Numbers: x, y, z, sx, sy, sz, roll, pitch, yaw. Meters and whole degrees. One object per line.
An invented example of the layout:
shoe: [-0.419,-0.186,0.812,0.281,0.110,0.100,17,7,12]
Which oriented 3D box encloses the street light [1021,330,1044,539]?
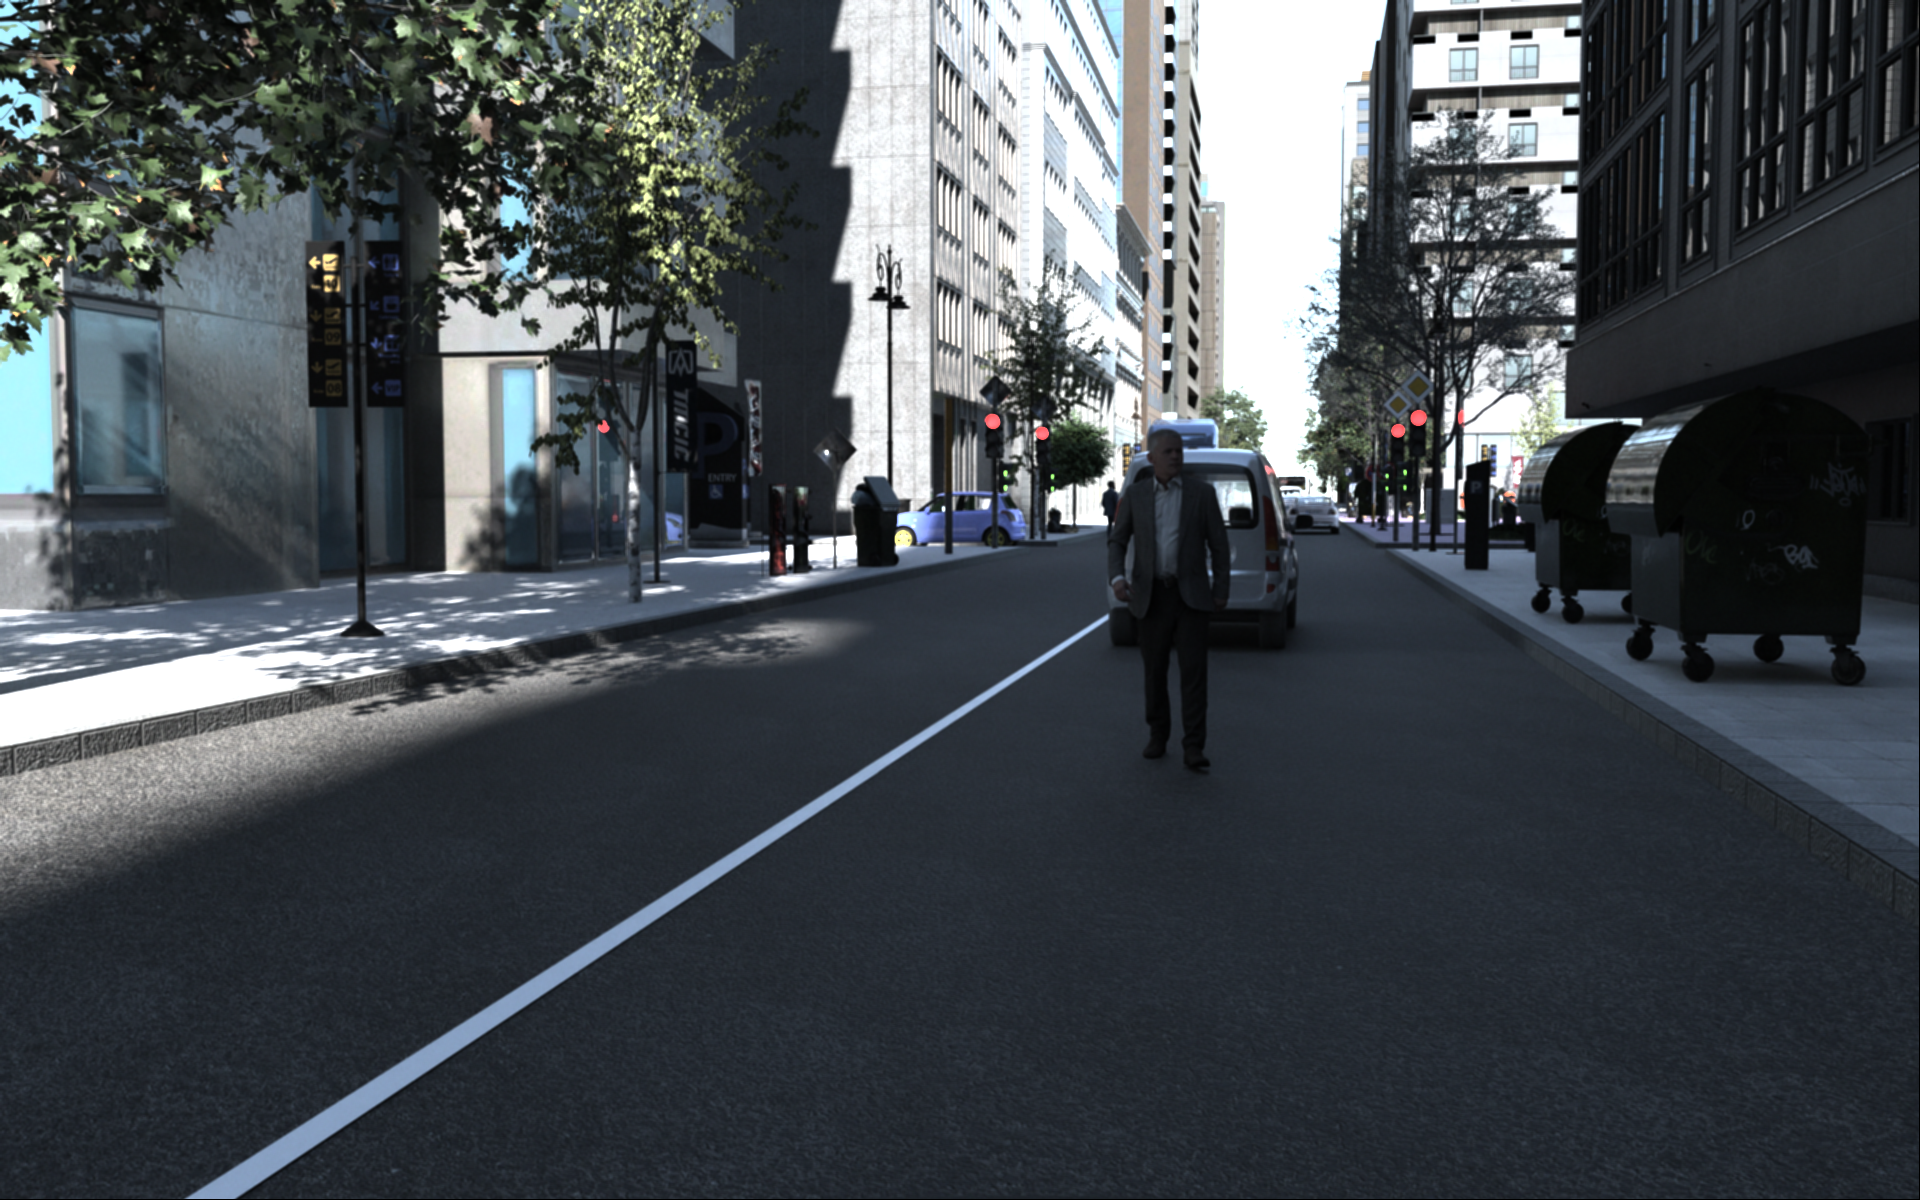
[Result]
street light: [2.045,-4.662,49.004,0.468,5.910,1.993,1,4,11]

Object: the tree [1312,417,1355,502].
tree: [33.562,-12.546,155.495,4.360,8.622,3.978,0,3,0]

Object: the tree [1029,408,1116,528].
tree: [4.306,-5.054,66.341,4.285,4.588,4.351,0,3,0]

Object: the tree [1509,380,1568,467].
tree: [37.166,-9.806,110.694,4.737,8.622,4.395,0,3,0]

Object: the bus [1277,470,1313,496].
bus: [28.061,-9.210,145.443,2.948,3.499,13.247,1,4,13]

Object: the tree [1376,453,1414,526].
tree: [17.517,-4.594,69.706,1.663,3.219,1.824,0,3,0]

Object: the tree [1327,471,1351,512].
tree: [27.882,-7.991,125.250,1.663,3.219,1.824,0,3,0]

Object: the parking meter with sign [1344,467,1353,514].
parking meter with sign: [25.760,-7.212,114.184,0.543,3.016,1.738,2,4,24]

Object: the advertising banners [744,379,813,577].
advertising banners: [-2.858,-1.900,27.255,0.090,3.025,2.074,2,4,24]

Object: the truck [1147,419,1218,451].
truck: [8.992,-4.782,67.940,2.967,4.110,18.799,1,4,9]

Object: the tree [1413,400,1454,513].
tree: [30.369,-10.041,114.534,4.360,8.622,3.978,0,3,0]

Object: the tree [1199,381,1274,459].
tree: [30.356,-17.630,194.897,9.857,13.997,8.962,0,3,0]

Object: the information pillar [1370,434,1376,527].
information pillar: [16.129,-4.656,67.472,0.183,3.616,0.504,1,4,18]

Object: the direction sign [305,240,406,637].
direction sign: [-5.415,-1.443,15.583,0.876,3.537,0.379,0,4,3]

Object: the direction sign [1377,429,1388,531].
direction sign: [14.880,-4.216,60.926,0.379,3.537,0.876,2,4,30]

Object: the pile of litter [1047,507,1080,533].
pile of litter: [3.381,-2.646,57.226,1.176,0.858,1.719,1,4,18]

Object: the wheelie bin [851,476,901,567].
wheelie bin: [-1.524,-1.397,30.752,0.693,1.594,0.980,2,4,33]

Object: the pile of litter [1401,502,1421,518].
pile of litter: [24.115,-4.763,91.847,1.719,0.858,1.176,-2,4,-24]

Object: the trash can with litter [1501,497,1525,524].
trash can with litter: [19.818,-3.075,61.664,1.055,1.170,0.624,2,4,34]

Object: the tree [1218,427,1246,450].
tree: [28.478,-14.375,185.399,4.737,8.622,4.395,0,3,0]

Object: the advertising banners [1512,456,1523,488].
advertising banners: [26.235,-5.071,79.096,2.074,3.025,0.090,1,4,11]

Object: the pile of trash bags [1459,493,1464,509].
pile of trash bags: [30.223,-5.447,98.816,3.447,1.369,1.912,0,4,0]

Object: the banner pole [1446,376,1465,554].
banner pole: [10.580,-2.857,36.725,0.401,3.779,0.863,0,4,5]

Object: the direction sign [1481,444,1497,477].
direction sign: [24.155,-5.333,79.185,0.876,3.537,0.379,-2,4,-24]

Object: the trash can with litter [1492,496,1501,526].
trash can with litter: [18.545,-2.950,59.297,1.678,1.210,2.233,2,4,30]

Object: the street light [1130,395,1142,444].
street light: [8.240,-6.624,81.093,0.468,5.910,1.993,1,4,11]

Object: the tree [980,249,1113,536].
tree: [2.459,-6.283,53.085,4.737,8.622,4.395,0,3,0]

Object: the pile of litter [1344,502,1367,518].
pile of litter: [21.246,-4.833,92.981,1.176,0.858,1.719,0,4,7]

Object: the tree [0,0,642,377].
tree: [-6.551,-5.642,9.259,9.611,12.733,9.660,0,3,0]

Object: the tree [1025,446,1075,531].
tree: [3.095,-4.044,60.717,1.663,3.219,1.824,0,3,0]

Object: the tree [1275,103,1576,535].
tree: [15.026,-8.778,53.884,12.009,13.543,11.850,0,3,0]

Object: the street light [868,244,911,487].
street light: [-1.306,-3.637,32.250,0.468,5.910,1.993,1,4,11]

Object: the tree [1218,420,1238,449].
tree: [25.668,-13.536,171.682,4.360,8.622,3.978,0,3,0]

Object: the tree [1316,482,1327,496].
tree: [47.059,-14.032,224.024,1.663,3.219,1.824,0,3,0]

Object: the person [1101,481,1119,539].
person: [4.279,-2.432,48.444,0.721,1.800,0.419,3,5,41]

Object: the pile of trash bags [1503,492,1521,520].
pile of trash bags: [28.638,-4.682,86.297,3.447,1.369,1.912,-1,4,-14]

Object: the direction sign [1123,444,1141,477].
direction sign: [7.713,-5.248,77.808,0.876,3.537,0.379,2,4,29]

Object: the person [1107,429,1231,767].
person: [1.120,-0.018,9.193,0.661,1.777,0.834,0,4,0]

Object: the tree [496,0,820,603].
tree: [-3.799,-4.291,20.527,4.737,8.622,4.395,0,3,0]

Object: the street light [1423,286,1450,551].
street light: [10.586,-4.026,38.607,0.468,5.910,1.993,1,4,11]

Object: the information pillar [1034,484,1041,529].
information pillar: [2.722,-3.525,62.119,0.304,2.012,0.304,-1,4,-13]

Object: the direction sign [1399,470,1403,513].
direction sign: [30.139,-7.784,119.269,0.876,3.537,0.379,-1,4,-13]

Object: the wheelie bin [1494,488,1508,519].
wheelie bin: [28.143,-5.022,90.018,0.693,1.594,0.980,0,4,1]

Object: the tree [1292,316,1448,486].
tree: [25.337,-11.621,107.009,9.611,12.733,9.660,0,3,0]

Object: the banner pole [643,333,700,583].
banner pole: [-4.152,-2.133,24.896,0.863,3.779,0.401,1,4,8]
